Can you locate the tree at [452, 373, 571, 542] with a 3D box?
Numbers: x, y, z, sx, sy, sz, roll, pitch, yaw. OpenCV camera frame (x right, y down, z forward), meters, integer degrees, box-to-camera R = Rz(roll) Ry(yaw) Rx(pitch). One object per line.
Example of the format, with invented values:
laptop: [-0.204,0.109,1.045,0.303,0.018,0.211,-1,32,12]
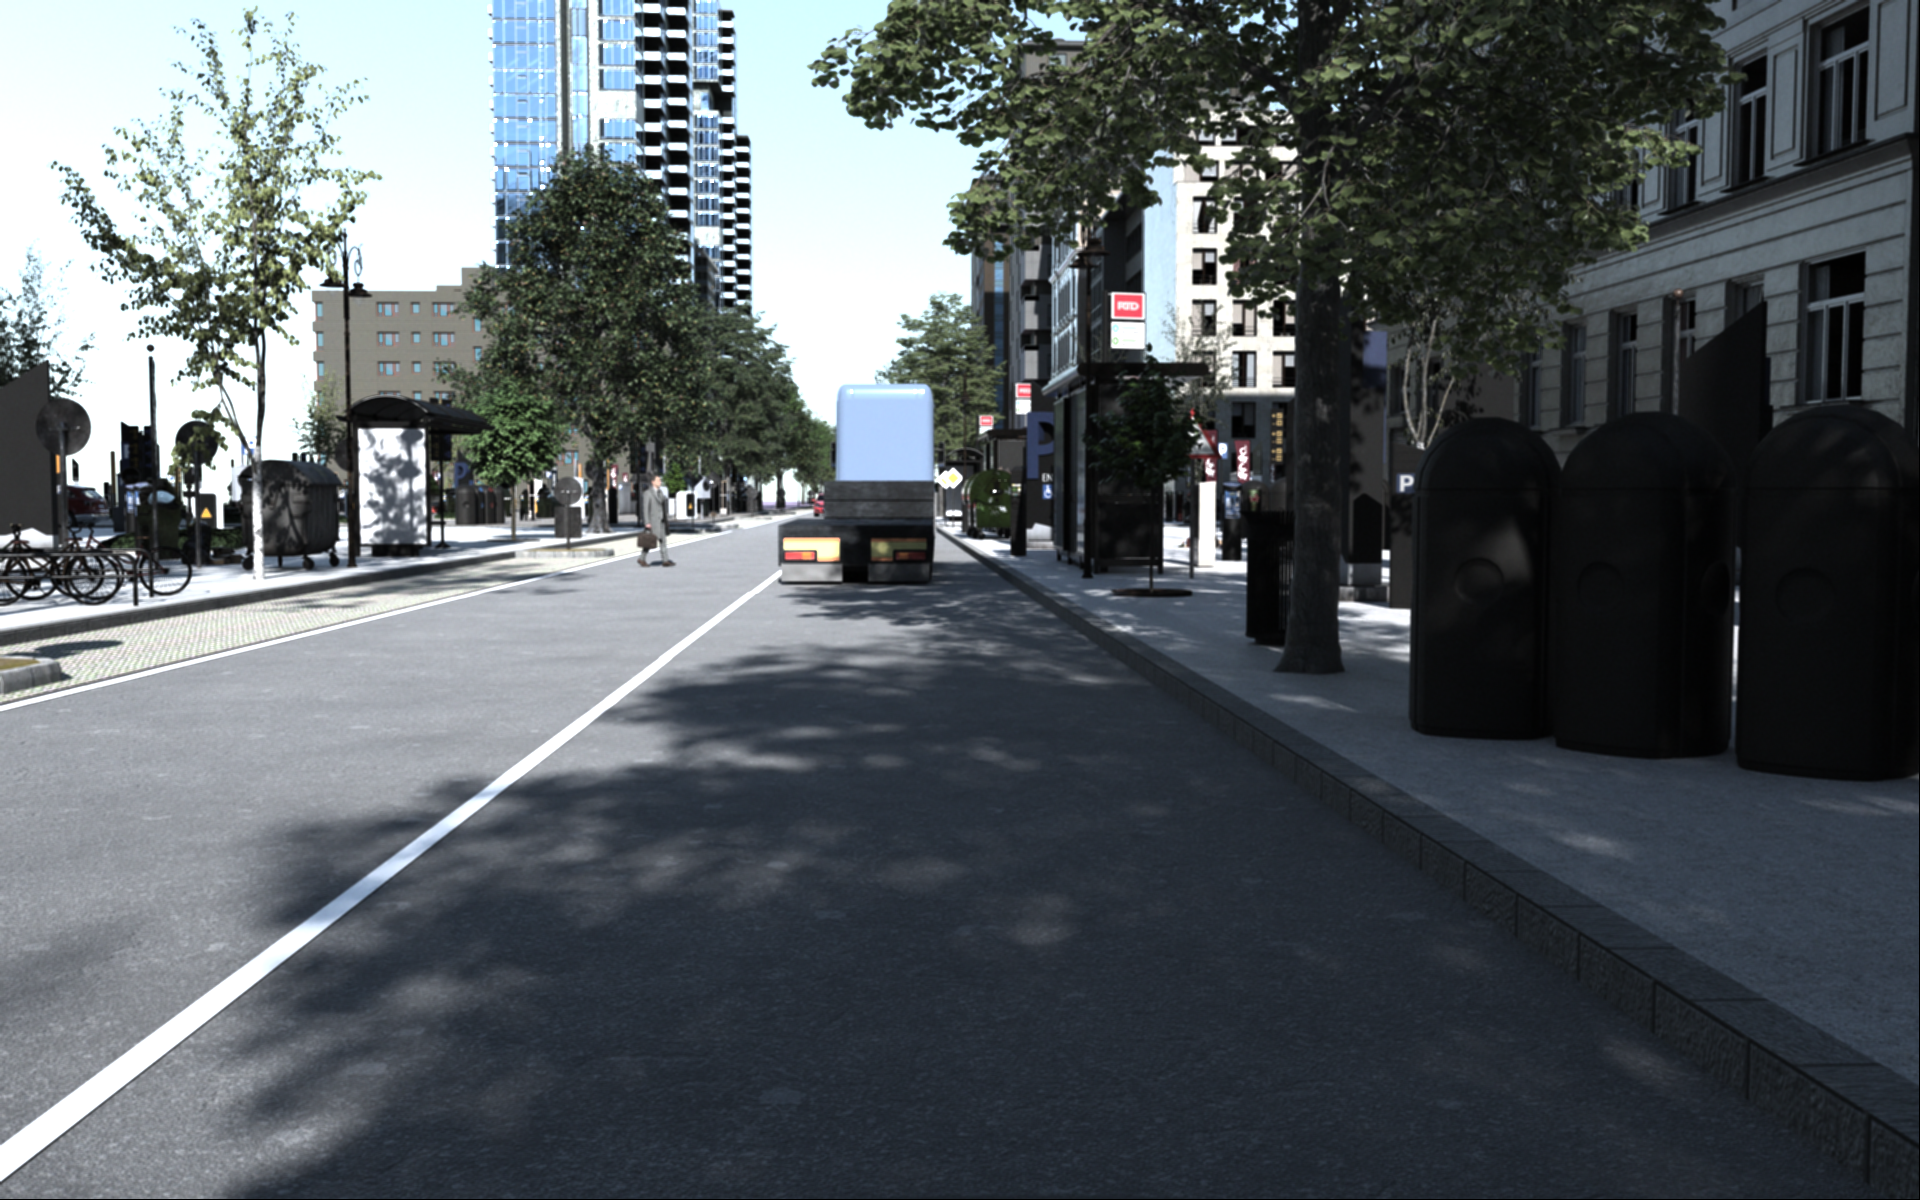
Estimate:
tree: [-12.300,-3.886,47.251,4.285,4.588,4.351,0,3,0]

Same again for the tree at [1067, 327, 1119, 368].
tree: [5.732,-7.665,75.678,4.360,8.622,3.978,0,3,0]

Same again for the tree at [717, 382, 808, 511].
tree: [-15.343,-12.024,131.009,8.767,10.594,7.601,3,5,39]

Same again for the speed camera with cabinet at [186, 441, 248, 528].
speed camera with cabinet: [-23.684,-3.746,55.576,2.038,3.252,0.660,-3,4,-36]

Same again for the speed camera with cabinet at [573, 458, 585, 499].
speed camera with cabinet: [-20.947,-6.161,95.068,0.660,3.252,2.038,-1,4,-10]

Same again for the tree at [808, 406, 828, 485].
tree: [-17.202,-15.062,163.277,9.611,12.733,9.660,0,3,0]

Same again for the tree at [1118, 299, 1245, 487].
tree: [8.626,-6.985,64.570,4.360,8.622,3.978,0,3,0]

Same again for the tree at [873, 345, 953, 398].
tree: [-3.966,-21.960,214.934,12.611,20.169,13.585,0,3,0]

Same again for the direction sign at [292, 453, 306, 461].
direction sign: [-36.133,-6.288,94.800,0.379,3.537,0.876,2,4,34]

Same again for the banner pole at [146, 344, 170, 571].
banner pole: [-13.398,-2.374,28.828,0.401,3.779,0.863,-2,4,-30]

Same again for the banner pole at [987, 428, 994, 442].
banner pole: [1.168,-4.646,65.977,0.401,3.779,0.863,-2,4,-24]

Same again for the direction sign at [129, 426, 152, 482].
direction sign: [-27.067,-3.997,57.356,0.876,3.537,0.379,0,4,7]

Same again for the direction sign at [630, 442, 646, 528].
direction sign: [-12.257,-4.524,65.959,0.876,3.537,0.379,3,4,39]

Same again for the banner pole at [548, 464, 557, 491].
banner pole: [-29.557,-8.288,125.530,0.863,3.779,0.401,-2,4,-34]

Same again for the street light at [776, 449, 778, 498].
street light: [-15.827,-10.848,150.154,0.468,5.910,1.993,0,4,-3]

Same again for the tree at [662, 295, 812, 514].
tree: [-14.967,-12.455,110.294,9.857,13.997,8.962,0,3,0]

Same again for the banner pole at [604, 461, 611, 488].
banner pole: [-15.780,-5.335,77.250,0.863,3.779,0.401,2,4,35]

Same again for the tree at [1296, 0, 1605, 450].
tree: [6.927,-4.569,25.067,4.360,8.622,3.978,0,3,0]

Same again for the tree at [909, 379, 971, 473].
tree: [-3.096,-15.753,167.925,12.009,13.543,11.850,0,3,0]

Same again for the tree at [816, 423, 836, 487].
tree: [-23.462,-24.423,305.974,9.857,13.997,8.962,0,3,0]

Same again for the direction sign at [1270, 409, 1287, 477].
direction sign: [8.654,-3.296,45.886,0.876,3.537,0.379,0,4,4]

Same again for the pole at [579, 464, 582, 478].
pole: [-25.647,-7.535,117.041,0.158,3.312,0.155,0,3,0]

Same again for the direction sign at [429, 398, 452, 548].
direction sign: [-12.326,-3.007,41.165,0.379,3.537,0.876,1,4,14]

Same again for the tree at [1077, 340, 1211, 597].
tree: [2.303,-1.675,21.986,1.663,3.219,1.824,0,3,0]

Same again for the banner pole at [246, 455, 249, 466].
banner pole: [-36.098,-5.982,87.822,0.401,3.779,0.863,-2,4,-33]

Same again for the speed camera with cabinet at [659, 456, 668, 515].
speed camera with cabinet: [-15.910,-5.905,90.886,0.660,3.252,2.038,-2,4,-28]

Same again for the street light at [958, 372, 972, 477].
street light: [0.189,-5.669,65.474,0.468,5.910,1.993,0,4,-3]

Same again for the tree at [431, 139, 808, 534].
tree: [-11.857,-8.515,56.234,9.611,12.733,9.660,0,3,0]

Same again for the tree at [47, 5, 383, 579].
tree: [-10.817,-4.620,25.893,4.737,8.622,4.395,0,3,0]

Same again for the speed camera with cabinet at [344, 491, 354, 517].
speed camera with cabinet: [-29.964,-5.689,87.350,2.038,3.252,0.660,0,4,4]

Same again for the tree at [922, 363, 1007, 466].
tree: [-1.214,-11.043,114.973,8.767,10.594,7.601,0,4,-3]

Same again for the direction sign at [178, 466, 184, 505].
direction sign: [-63.137,-9.095,140.705,0.876,3.537,0.379,-1,4,-20]

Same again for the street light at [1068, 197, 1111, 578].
street light: [1.948,-3.273,26.294,0.468,5.910,1.993,0,4,-3]

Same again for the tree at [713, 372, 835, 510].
tree: [-16.437,-13.147,140.712,9.928,11.665,9.643,0,3,0]

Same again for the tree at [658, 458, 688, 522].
tree: [-13.227,-5.282,80.965,1.663,3.219,1.824,0,3,0]

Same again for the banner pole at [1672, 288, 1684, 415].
banner pole: [8.661,-1.894,20.984,0.401,3.779,0.863,1,4,20]

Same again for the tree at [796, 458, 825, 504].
tree: [-19.875,-16.777,224.665,4.360,8.622,3.978,0,3,0]

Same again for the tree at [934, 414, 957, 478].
tree: [-1.291,-10.896,128.511,4.737,8.622,4.395,0,3,0]

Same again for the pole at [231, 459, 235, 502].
pole: [-42.277,-6.537,100.727,0.158,3.312,0.155,0,3,0]

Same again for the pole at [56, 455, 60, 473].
pole: [-23.420,-3.137,45.133,0.158,3.312,0.155,0,3,0]

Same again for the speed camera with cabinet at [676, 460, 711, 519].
speed camera with cabinet: [-13.619,-5.763,88.563,0.660,3.252,2.038,2,4,33]

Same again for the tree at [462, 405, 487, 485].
tree: [-36.724,-10.646,124.417,4.737,8.622,4.395,0,3,0]

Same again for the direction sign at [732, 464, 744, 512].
direction sign: [-15.635,-7.946,121.912,0.876,3.537,0.379,1,4,9]

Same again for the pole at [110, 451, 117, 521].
pole: [-39.950,-5.377,81.750,0.158,3.312,0.155,0,3,0]

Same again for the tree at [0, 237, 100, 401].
tree: [-27.281,-6.109,50.250,4.360,8.622,3.978,0,3,0]

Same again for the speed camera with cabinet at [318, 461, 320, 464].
speed camera with cabinet: [-38.457,-6.669,103.377,0.660,3.252,2.038,-1,4,-22]

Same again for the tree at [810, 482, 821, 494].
tree: [-21.455,-16.009,256.340,1.663,3.219,1.824,0,3,0]

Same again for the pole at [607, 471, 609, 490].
pole: [-20.363,-6.508,100.245,0.158,3.312,0.155,0,3,0]

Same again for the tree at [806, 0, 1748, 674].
tree: [2.479,-5.779,12.610,7.486,12.596,7.792,0,3,0]

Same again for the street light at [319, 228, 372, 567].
street light: [-10.671,-3.513,30.222,0.468,5.910,1.993,0,4,-3]
